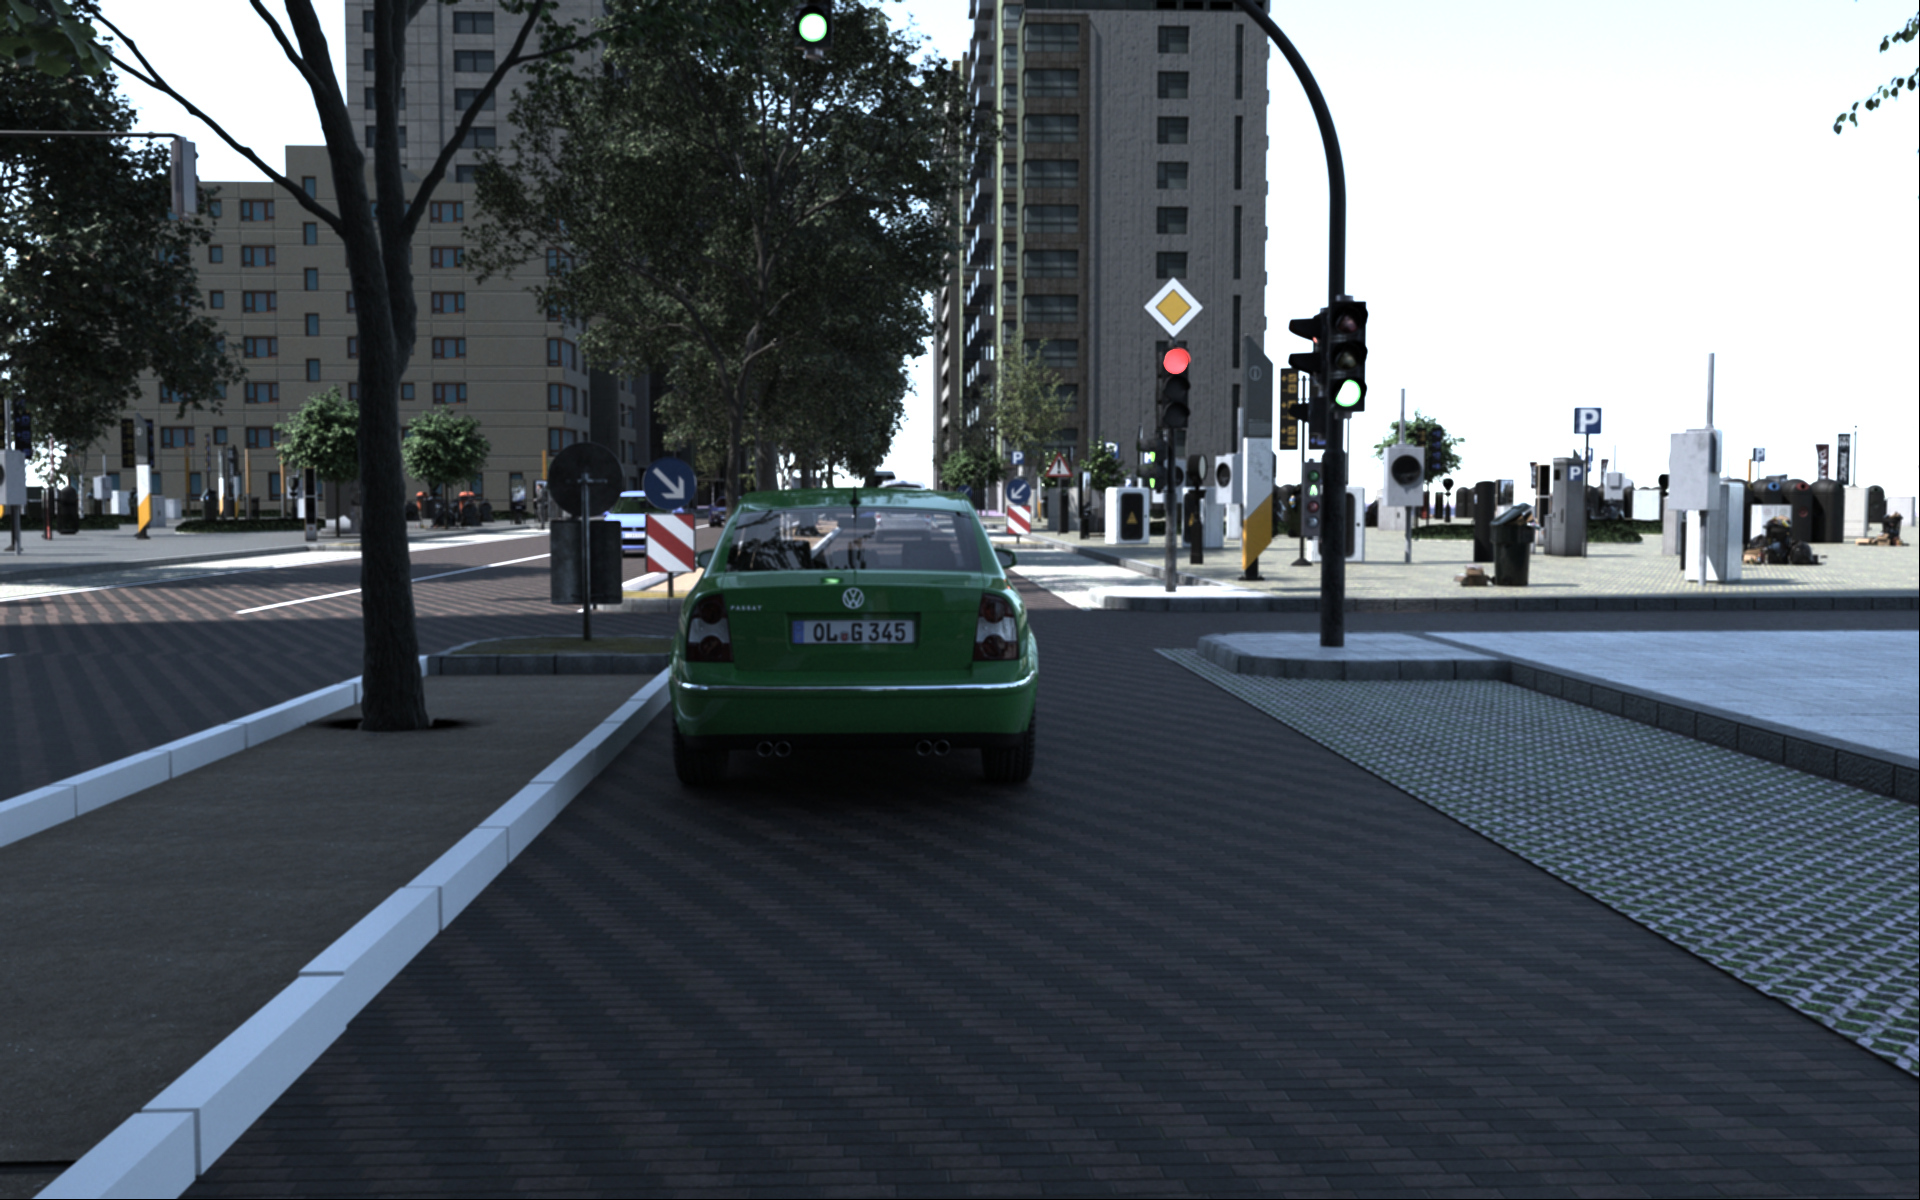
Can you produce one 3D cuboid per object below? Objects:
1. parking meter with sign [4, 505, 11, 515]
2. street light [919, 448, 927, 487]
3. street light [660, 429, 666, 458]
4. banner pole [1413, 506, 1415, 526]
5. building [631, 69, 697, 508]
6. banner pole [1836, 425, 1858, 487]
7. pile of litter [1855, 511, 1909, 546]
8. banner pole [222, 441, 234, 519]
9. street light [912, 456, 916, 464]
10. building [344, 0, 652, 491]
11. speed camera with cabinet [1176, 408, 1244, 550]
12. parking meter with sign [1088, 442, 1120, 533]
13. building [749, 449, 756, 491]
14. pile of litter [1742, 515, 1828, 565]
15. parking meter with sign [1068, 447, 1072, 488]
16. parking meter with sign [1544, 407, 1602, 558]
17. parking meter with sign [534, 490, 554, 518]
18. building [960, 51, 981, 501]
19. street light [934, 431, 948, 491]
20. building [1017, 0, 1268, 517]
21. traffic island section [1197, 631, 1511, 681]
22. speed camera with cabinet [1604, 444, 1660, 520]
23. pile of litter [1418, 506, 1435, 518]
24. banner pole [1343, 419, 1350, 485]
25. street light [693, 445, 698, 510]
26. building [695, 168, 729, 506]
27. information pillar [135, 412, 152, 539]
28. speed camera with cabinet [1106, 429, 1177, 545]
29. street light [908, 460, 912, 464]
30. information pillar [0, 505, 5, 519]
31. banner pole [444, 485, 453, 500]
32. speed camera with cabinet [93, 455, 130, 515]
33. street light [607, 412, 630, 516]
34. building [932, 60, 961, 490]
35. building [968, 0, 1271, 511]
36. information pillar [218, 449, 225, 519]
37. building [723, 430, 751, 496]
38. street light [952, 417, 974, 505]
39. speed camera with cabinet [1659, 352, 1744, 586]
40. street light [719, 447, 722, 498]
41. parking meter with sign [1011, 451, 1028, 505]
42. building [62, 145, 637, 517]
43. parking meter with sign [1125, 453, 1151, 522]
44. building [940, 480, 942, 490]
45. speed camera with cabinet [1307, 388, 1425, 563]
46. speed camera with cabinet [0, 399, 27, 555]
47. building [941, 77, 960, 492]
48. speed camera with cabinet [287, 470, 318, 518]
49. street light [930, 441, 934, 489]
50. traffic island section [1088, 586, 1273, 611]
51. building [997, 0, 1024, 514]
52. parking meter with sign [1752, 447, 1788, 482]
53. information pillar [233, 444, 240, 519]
[{"bbox_3d":[-51.585,-5.963,93.748,0.543,3.016,1.738,0,4,-1],"label":"parking meter with sign"},{"bbox_3d":[-3.149,-12.329,174.120,1.470,5.913,1.316,0,4,-3],"label":"street light"},{"bbox_3d":[-20.374,-9.083,121.050,1.470,5.913,1.316,0,4,-3],"label":"street light"},{"bbox_3d":[17.879,-4.824,68.883,0.401,3.779,0.863,-3,5,-39],"label":"banner pole"},{"bbox_3d":[-31.241,-28.740,153.495,14.154,41.232,14.086,0,4,-3],"label":"building"},{"bbox_3d":[32.107,-4.442,62.645,0.863,3.779,0.401,0,4,5],"label":"banner pole"},{"bbox_3d":[23.059,-1.795,43.312,1.176,0.858,1.719,1,4,20],"label":"pile of litter"},{"bbox_3d":[-34.748,-5.645,82.320,0.401,3.779,0.863,2,4,28],"label":"banner pole"},{"bbox_3d":[-4.783,-14.595,211.172,1.470,5.913,1.316,0,4,-3],"label":"street light"},{"bbox_3d":[-34.198,-42.562,134.139,20.563,71.187,20.611,0,4,-3],"label":"building"},{"bbox_3d":[5.950,-2.811,40.294,0.660,3.252,2.038,-2,4,-26],"label":"speed camera with cabinet"},{"bbox_3d":[4.705,-3.754,57.632,0.543,3.016,1.738,2,4,29],"label":"parking meter with sign"},{"bbox_3d":[-35.687,-29.136,248.073,14.160,30.474,14.107,0,4,-3],"label":"building"},{"bbox_3d":[14.902,-1.086,31.721,1.719,0.858,1.176,2,4,31],"label":"pile of litter"},{"bbox_3d":[4.858,-4.106,63.390,1.738,3.016,0.543,1,4,9],"label":"parking meter with sign"},{"bbox_3d":[12.512,-2.405,35.578,0.543,3.016,1.738,0,4,-4],"label":"parking meter with sign"},{"bbox_3d":[-21.950,-5.902,92.751,1.738,3.016,0.543,1,4,12],"label":"parking meter with sign"},{"bbox_3d":[6.919,-29.393,164.168,14.154,41.232,14.086,0,4,-3],"label":"building"},{"bbox_3d":[-0.949,-9.498,127.831,1.470,5.913,1.316,0,4,-3],"label":"street light"},{"bbox_3d":[10.294,-20.394,105.141,14.160,30.474,14.107,0,4,-3],"label":"building"},{"bbox_3d":[3.159,0.466,14.664,2.009,0.180,2.903,0,4,-3],"label":"traffic island section"},{"bbox_3d":[26.603,-4.537,68.523,2.038,3.252,0.660,1,4,16],"label":"speed camera with cabinet"},{"bbox_3d":[25.294,-4.903,94.134,1.176,0.858,1.719,1,4,14],"label":"pile of litter"},{"bbox_3d":[10.353,-3.482,46.955,0.863,3.779,0.401,-2,4,-35],"label":"banner pole"},{"bbox_3d":[-21.438,-10.465,143.644,1.470,5.913,1.316,0,4,-3],"label":"street light"},{"bbox_3d":[-37.346,-33.104,195.867,22.147,44.769,28.867,0,4,-3],"label":"building"},{"bbox_3d":[-23.269,-3.548,49.364,0.504,3.616,0.183,2,4,26],"label":"information pillar"},{"bbox_3d":[4.721,-3.036,43.968,2.038,3.252,0.660,-2,4,-25],"label":"speed camera with cabinet"},{"bbox_3d":[-5.865,-15.977,233.765,1.470,5.913,1.316,0,4,-3],"label":"street light"},{"bbox_3d":[-38.396,-4.770,69.348,0.183,3.616,0.504,-3,5,-44],"label":"information pillar"},{"bbox_3d":[-24.092,-5.607,81.684,0.401,3.779,0.863,1,4,14],"label":"banner pole"},{"bbox_3d":[-43.570,-5.798,89.137,0.660,3.252,2.038,1,4,20],"label":"speed camera with cabinet"},{"bbox_3d":[-19.324,-7.673,97.988,1.470,5.913,1.316,0,4,-3],"label":"street light"},{"bbox_3d":[6.604,-42.861,242.770,21.231,58.520,28.212,0,4,-3],"label":"building"},{"bbox_3d":[12.124,-31.946,141.924,23.786,49.044,30.456,0,4,-3],"label":"building"},{"bbox_3d":[-38.316,-6.026,89.878,0.183,3.616,0.504,-3,5,-44],"label":"information pillar"},{"bbox_3d":[-42.200,-23.295,225.910,27.650,21.520,28.899,0,4,-3],"label":"building"},{"bbox_3d":[0.272,-8.105,105.053,1.470,5.913,1.316,0,4,-3],"label":"street light"},{"bbox_3d":[10.744,-1.870,24.916,0.660,3.252,2.038,3,4,37],"label":"speed camera with cabinet"},{"bbox_3d":[-22.592,-11.885,166.853,1.470,5.913,1.316,0,4,-3],"label":"street light"},{"bbox_3d":[2.426,-4.479,69.487,0.543,3.016,1.738,0,4,-6],"label":"parking meter with sign"},{"bbox_3d":[-36.644,-16.235,110.479,27.650,21.520,28.899,0,4,-3],"label":"building"},{"bbox_3d":[6.720,-4.326,66.993,1.738,3.016,0.543,-3,4,-38],"label":"parking meter with sign"},{"bbox_3d":[13.773,-32.153,217.588,32.217,40.220,23.993,0,4,-3],"label":"building"},{"bbox_3d":[7.528,-2.312,32.140,2.038,3.252,0.660,0,4,4],"label":"speed camera with cabinet"},{"bbox_3d":[-20.595,-2.565,36.271,2.038,3.252,0.660,1,4,16],"label":"speed camera with cabinet"},{"bbox_3d":[8.971,-34.892,194.183,21.300,48.544,21.600,0,4,-3],"label":"building"},{"bbox_3d":[-33.980,-5.817,89.449,0.660,3.252,2.038,1,4,9],"label":"speed camera with cabinet"},{"bbox_3d":[-1.932,-10.911,150.943,1.470,5.913,1.316,0,4,-3],"label":"street light"},{"bbox_3d":[2.776,-0.022,22.640,2.009,0.180,2.903,0,4,-3],"label":"traffic island section"},{"bbox_3d":[9.447,-26.643,119.202,14.154,41.232,14.086,0,4,-3],"label":"building"},{"bbox_3d":[30.065,-4.132,63.812,0.543,3.016,1.738,-1,4,-22],"label":"parking meter with sign"},{"bbox_3d":[-34.170,-5.531,81.781,0.183,3.616,0.504,0,4,-5],"label":"information pillar"}]
